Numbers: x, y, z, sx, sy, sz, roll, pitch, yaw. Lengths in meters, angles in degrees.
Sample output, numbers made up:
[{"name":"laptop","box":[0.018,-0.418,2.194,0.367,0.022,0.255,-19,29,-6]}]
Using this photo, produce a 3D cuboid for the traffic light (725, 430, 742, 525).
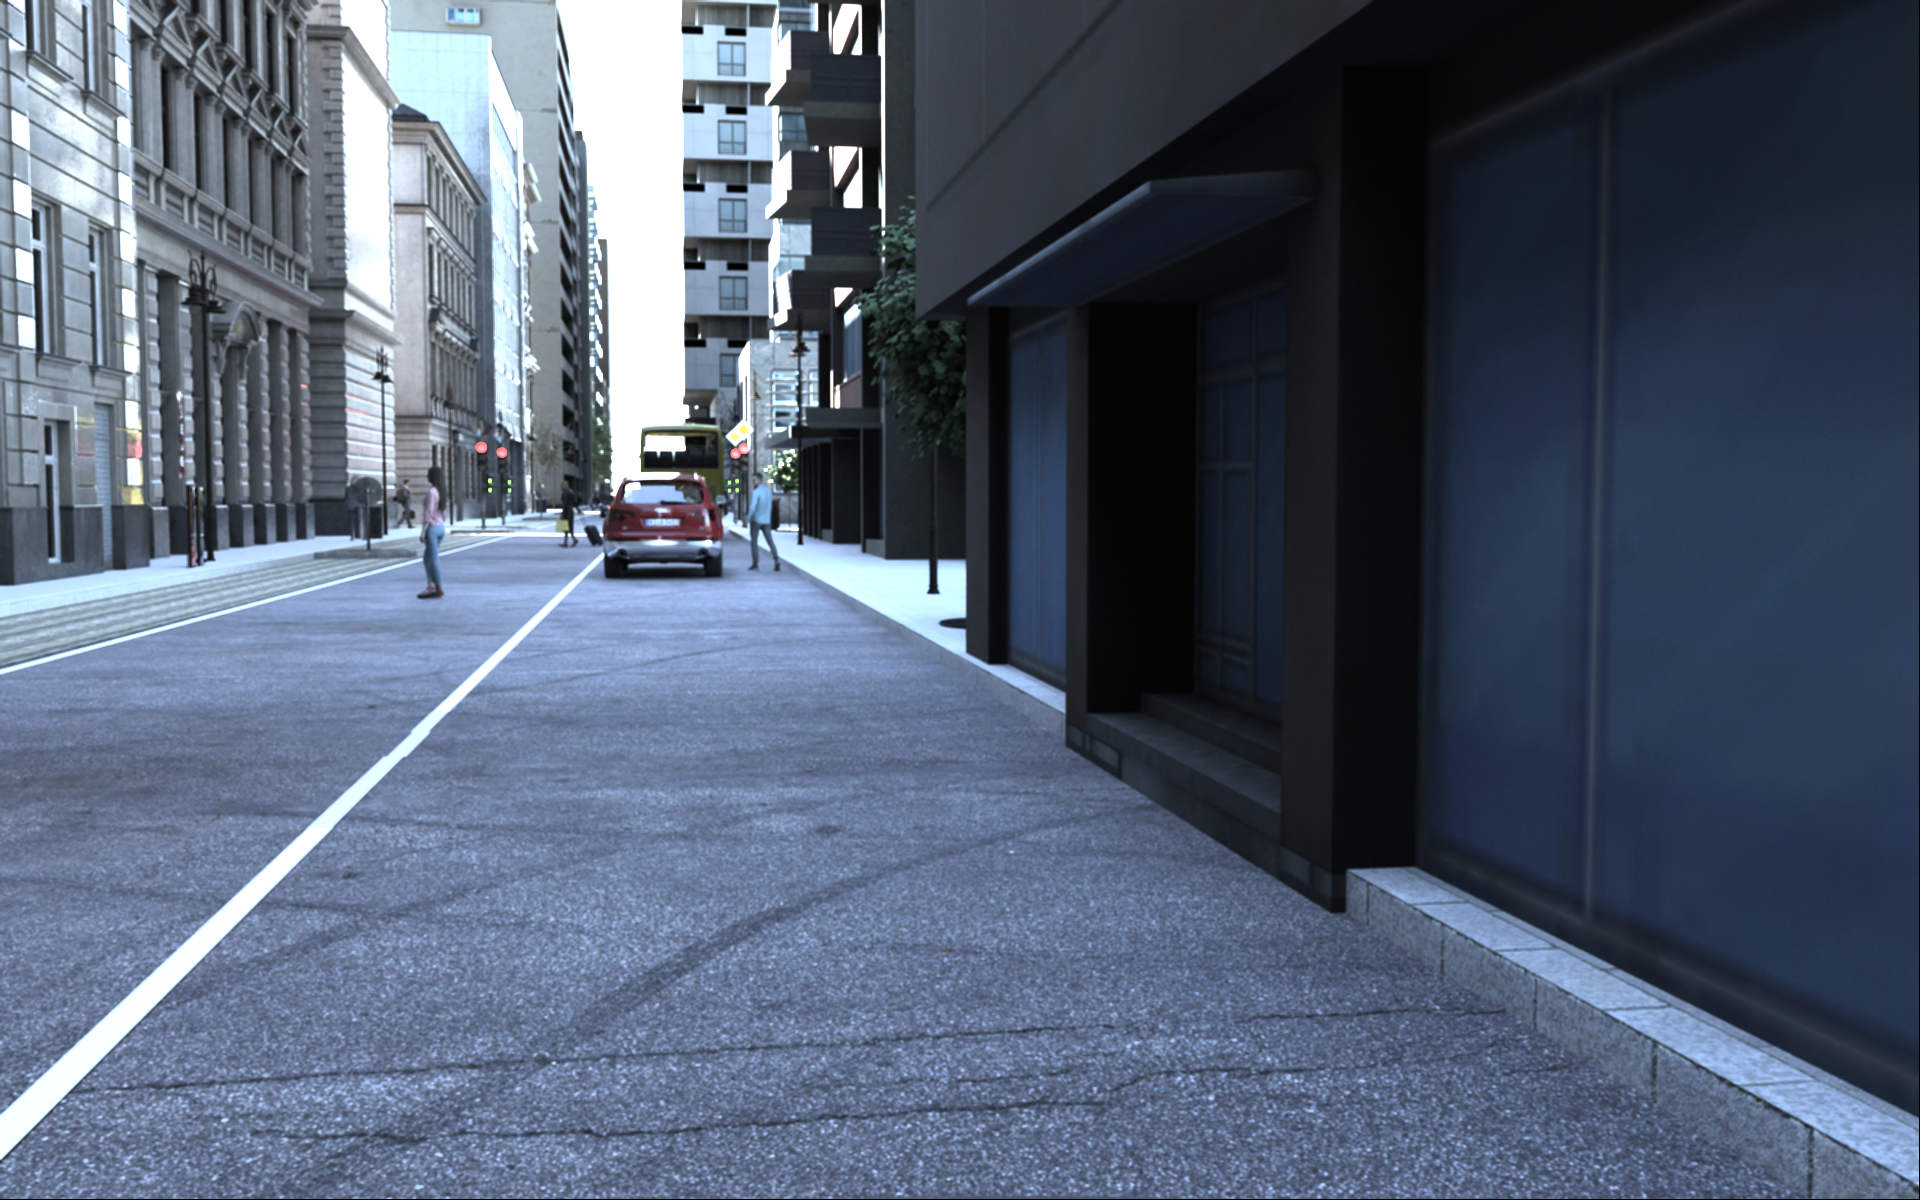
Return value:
[{"name":"traffic light","box":[-9.467,-5.135,72.883,0.839,4.253,0.868,-1,4,-10]}]

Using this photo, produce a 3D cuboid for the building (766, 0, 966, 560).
[{"name":"building","box":[6.635,-23.708,42.243,22.147,44.769,28.867,-1,4,-10]}]

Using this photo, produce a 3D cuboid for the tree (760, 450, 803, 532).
[{"name":"tree","box":[-5.663,-3.916,58.632,1.663,3.219,1.824,0,3,0]}]

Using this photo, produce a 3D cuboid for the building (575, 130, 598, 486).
[{"name":"building","box":[-51.566,-34.076,207.257,14.600,45.320,14.200,-1,4,-10]}]

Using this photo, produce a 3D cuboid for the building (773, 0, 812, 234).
[{"name":"building","box":[-4.393,-20.415,105.480,14.160,30.474,14.107,-1,4,-10]}]

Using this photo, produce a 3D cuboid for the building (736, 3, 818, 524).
[{"name":"building","box":[4.525,-47.192,84.264,31.000,86.520,22.319,-1,4,-10]}]

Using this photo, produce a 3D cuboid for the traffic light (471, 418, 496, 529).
[{"name":"traffic light","box":[-17.458,-4.556,63.419,0.839,4.253,0.868,-1,4,-10]}]

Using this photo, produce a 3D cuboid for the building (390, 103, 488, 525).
[{"name":"building","box":[-27.791,-13.098,78.774,10.561,19.102,19.286,-1,4,-10]}]

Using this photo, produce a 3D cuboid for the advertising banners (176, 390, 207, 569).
[{"name":"advertising banners","box":[-13.410,-2.080,30.193,0.090,3.025,2.074,-1,4,-13]}]

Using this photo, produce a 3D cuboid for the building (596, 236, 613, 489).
[{"name":"building","box":[-65.880,-39.240,291.685,14.600,45.320,14.200,-1,4,-10]}]

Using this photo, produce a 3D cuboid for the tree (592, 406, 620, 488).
[{"name":"tree","box":[-47.411,-18.554,221.476,7.486,12.596,7.792,0,3,0]}]

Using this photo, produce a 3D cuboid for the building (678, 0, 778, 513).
[{"name":"building","box":[-7.933,-33.280,133.358,28.713,52.752,27.495,-1,4,-10]}]

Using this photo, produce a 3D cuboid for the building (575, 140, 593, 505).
[{"name":"building","box":[-48.750,-31.189,193.540,14.154,41.232,14.086,-1,4,-10]}]

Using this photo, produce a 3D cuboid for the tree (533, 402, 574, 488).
[{"name":"tree","box":[-33.472,-11.580,139.697,4.360,8.622,3.978,0,3,0]}]

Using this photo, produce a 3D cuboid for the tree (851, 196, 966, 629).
[{"name":"tree","box":[0.556,-2.033,16.956,4.285,4.588,4.351,0,3,0]}]

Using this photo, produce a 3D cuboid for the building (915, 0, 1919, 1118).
[{"name":"building","box":[7.623,-21.835,7.119,14.600,45.320,14.200,-1,4,-10]}]

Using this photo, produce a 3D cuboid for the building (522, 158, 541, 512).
[{"name":"building","box":[-36.626,-20.300,119.295,14.401,28.519,23.554,-1,4,-10]}]

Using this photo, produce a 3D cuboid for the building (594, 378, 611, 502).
[{"name":"building","box":[-69.041,-25.991,269.985,27.650,21.520,28.899,-1,4,-10]}]

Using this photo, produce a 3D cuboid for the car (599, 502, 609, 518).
[{"name":"car","box":[-21.340,-5.781,107.104,1.945,1.354,3.894,-1,4,-10]}]

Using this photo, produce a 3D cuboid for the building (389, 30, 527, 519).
[{"name":"building","box":[-31.691,-17.138,98.231,12.078,24.808,19.932,-1,4,-10]}]

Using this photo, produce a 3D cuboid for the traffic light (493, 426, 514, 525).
[{"name":"traffic light","box":[-18.793,-5.038,71.292,0.839,4.253,0.868,-1,4,-10]}]

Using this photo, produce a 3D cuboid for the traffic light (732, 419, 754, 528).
[{"name":"traffic light","box":[-8.132,-4.654,65.010,0.839,4.253,0.868,-1,4,-10]}]

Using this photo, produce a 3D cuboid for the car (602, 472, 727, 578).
[{"name":"car","box":[-5.355,-1.389,31.377,2.281,1.827,5.304,-1,4,-9]}]

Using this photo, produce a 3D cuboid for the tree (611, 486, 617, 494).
[{"name":"tree","box":[-60.745,-18.842,302.671,1.663,3.219,1.824,0,3,0]}]

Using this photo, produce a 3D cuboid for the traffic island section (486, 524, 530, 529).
[{"name":"traffic island section","box":[-18.834,-3.005,71.420,2.009,0.180,2.903,-1,4,-10]}]

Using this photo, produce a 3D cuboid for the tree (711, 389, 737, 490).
[{"name":"tree","box":[-14.936,-10.133,116.038,4.360,8.622,3.978,0,3,0]}]

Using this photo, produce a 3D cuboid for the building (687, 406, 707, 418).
[{"name":"building","box":[-31.107,-39.305,266.332,21.300,48.544,21.600,-1,4,-10]}]

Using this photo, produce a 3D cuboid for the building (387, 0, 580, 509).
[{"name":"building","box":[-50.010,-33.689,174.516,21.300,48.544,21.600,-1,4,-10]}]

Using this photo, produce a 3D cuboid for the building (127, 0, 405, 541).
[{"name":"building","box":[-28.583,-13.862,55.524,19.941,23.489,11.050,-1,4,-10]}]

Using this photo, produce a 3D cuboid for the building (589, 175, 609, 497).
[{"name":"building","box":[-61.445,-37.968,240.385,23.786,49.044,30.456,-1,4,-10]}]

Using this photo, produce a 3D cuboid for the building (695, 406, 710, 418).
[{"name":"building","box":[-20.707,-33.874,208.456,22.147,44.769,28.867,-1,4,-10]}]

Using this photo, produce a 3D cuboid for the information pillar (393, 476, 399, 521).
[{"name":"information pillar","box":[-22.927,-4.017,70.165,0.304,2.012,0.304,-1,4,-13]}]

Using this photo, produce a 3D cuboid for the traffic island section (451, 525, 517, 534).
[{"name":"traffic island section","box":[-17.499,-2.524,63.546,2.009,0.180,2.903,-1,4,-10]}]
